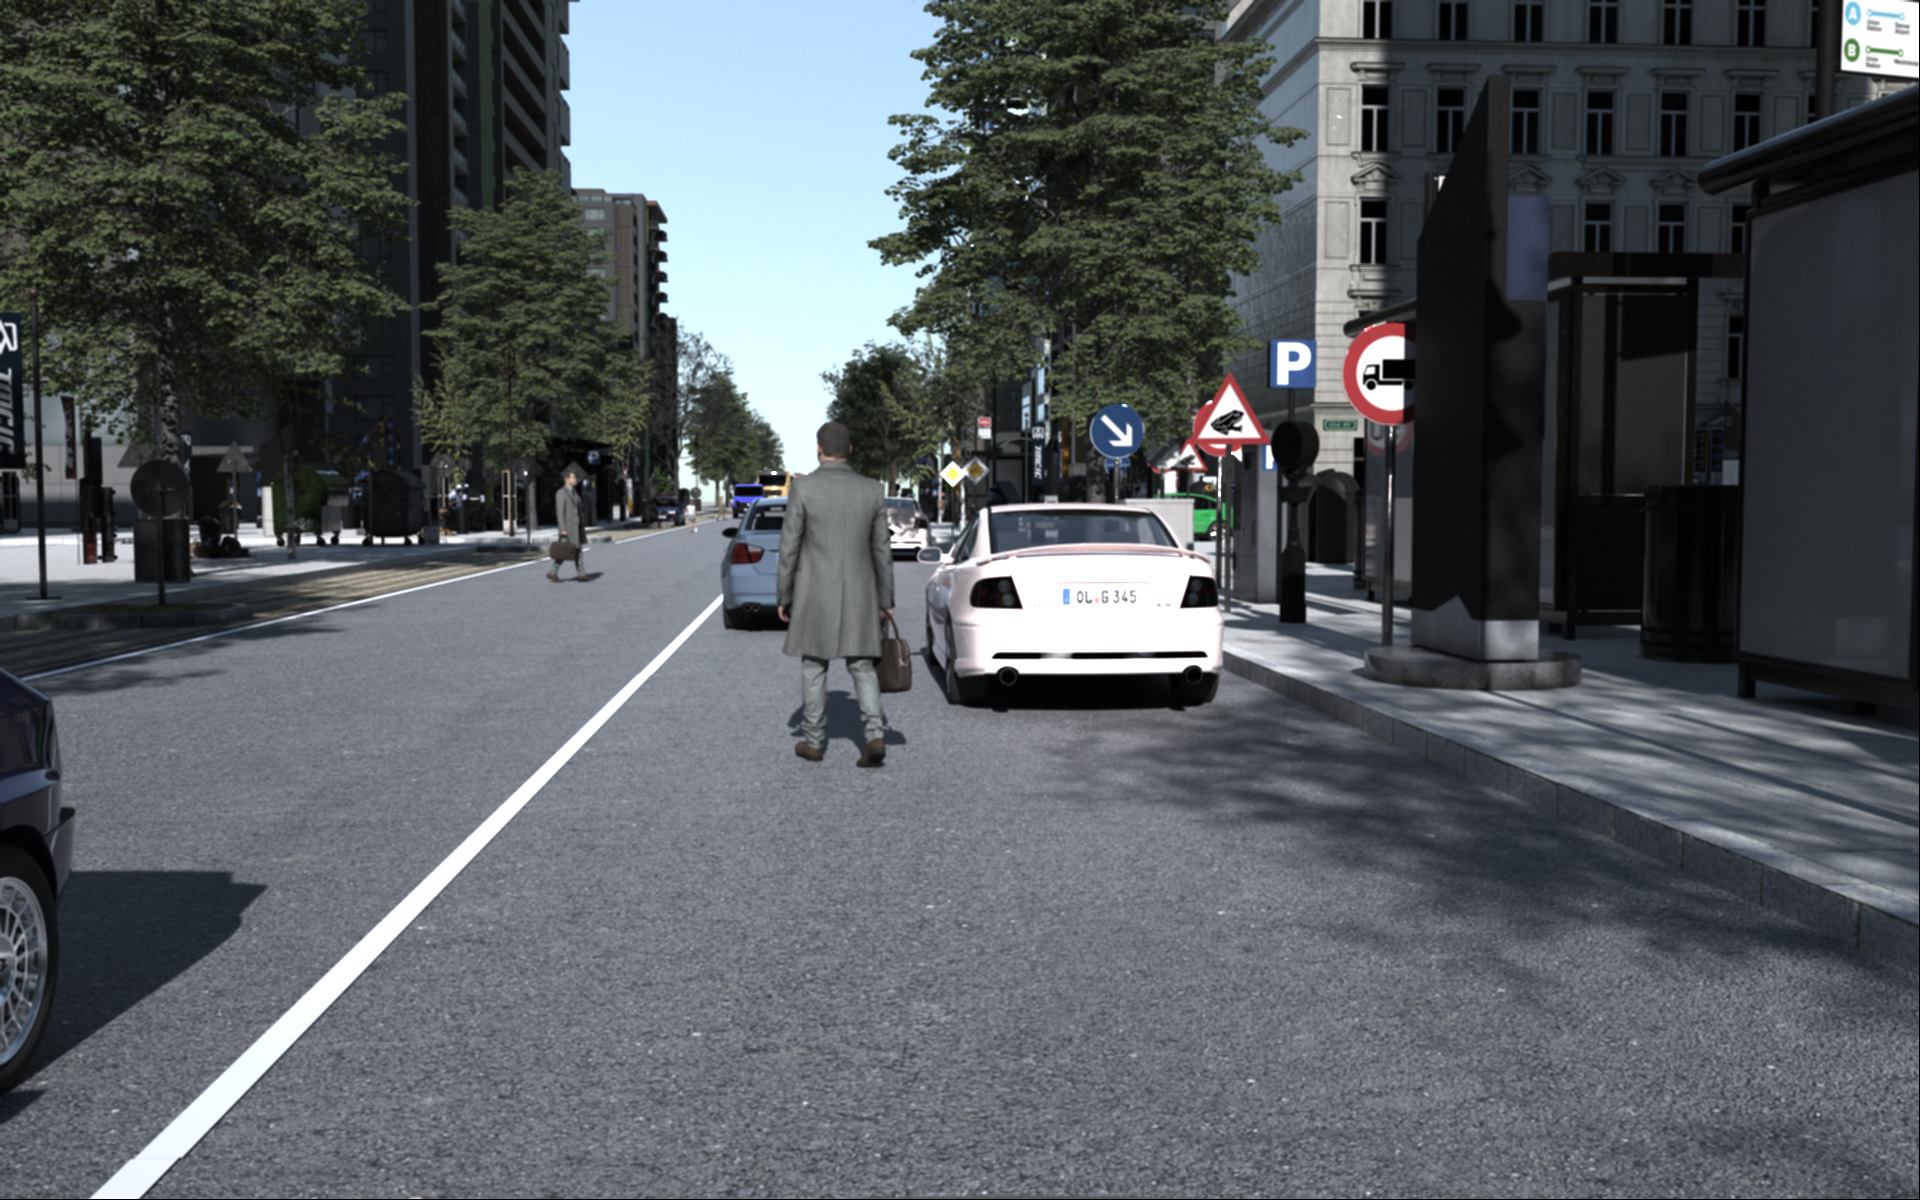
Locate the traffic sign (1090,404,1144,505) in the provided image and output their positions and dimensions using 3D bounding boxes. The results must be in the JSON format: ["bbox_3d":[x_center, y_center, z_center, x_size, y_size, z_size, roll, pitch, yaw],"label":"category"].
[{"bbox_3d":[2.230,-1.500,24.626,0.768,2.556,0.104,0,4,5],"label":"traffic sign"}]

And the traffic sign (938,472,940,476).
[{"bbox_3d":[-1.341,-5.980,97.878,0.768,2.556,0.104,0,4,5],"label":"traffic sign"}]

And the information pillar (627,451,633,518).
[{"bbox_3d":[-18.078,-6.323,94.734,0.183,3.616,0.504,-2,4,-34],"label":"information pillar"}]

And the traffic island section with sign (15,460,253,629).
[{"bbox_3d":[-9.057,-0.650,19.253,1.989,1.847,2.006,0,4,-4],"label":"traffic island section with sign"}]

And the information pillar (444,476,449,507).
[{"bbox_3d":[-20.626,-3.958,69.212,0.304,2.012,0.304,2,4,23],"label":"information pillar"}]

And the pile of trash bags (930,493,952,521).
[{"bbox_3d":[-0.957,-4.473,82.883,1.912,1.369,3.447,0,4,-1],"label":"pile of trash bags"}]

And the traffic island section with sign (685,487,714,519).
[{"bbox_3d":[-15.387,-5.660,101.176,1.989,1.847,2.006,0,4,-4],"label":"traffic island section with sign"}]

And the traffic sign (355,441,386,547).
[{"bbox_3d":[-14.221,-2.548,41.772,0.768,2.556,0.104,0,4,5],"label":"traffic sign"}]

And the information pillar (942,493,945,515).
[{"bbox_3d":[-1.067,-5.965,102.013,0.304,2.012,0.304,1,4,11],"label":"information pillar"}]

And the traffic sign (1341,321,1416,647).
[{"bbox_3d":[3.187,-0.780,12.852,0.768,2.556,0.104,0,4,-2],"label":"traffic sign"}]

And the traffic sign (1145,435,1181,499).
[{"bbox_3d":[4.282,-2.233,36.611,0.768,2.556,0.104,0,4,1],"label":"traffic sign"}]

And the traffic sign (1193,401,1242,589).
[{"bbox_3d":[3.514,-1.428,23.457,0.768,2.556,0.104,0,4,-4],"label":"traffic sign"}]

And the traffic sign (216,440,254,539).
[{"bbox_3d":[-17.505,-2.557,41.810,0.884,2.594,0.081,0,4,-3],"label":"traffic sign"}]

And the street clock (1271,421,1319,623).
[{"bbox_3d":[3.328,-0.776,17.258,0.358,2.002,0.471,-2,4,-31],"label":"street clock"}]

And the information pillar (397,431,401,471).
[{"bbox_3d":[-20.898,-4.457,64.229,0.183,3.616,0.504,1,4,19],"label":"information pillar"}]

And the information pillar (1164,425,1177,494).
[{"bbox_3d":[6.931,-4.031,57.267,0.504,3.616,0.183,2,4,32],"label":"information pillar"}]

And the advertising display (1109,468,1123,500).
[{"bbox_3d":[3.880,-2.304,42.891,0.123,1.923,0.974,1,4,22],"label":"advertising display"}]

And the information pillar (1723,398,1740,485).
[{"bbox_3d":[18.831,-3.114,42.268,0.183,3.616,0.504,-2,4,-27],"label":"information pillar"}]

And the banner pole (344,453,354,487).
[{"bbox_3d":[-37.185,-7.056,105.383,0.863,3.779,0.401,0,4,4],"label":"banner pole"}]

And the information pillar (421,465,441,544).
[{"bbox_3d":[-13.546,-2.436,44.314,0.304,2.012,0.304,2,4,35],"label":"information pillar"}]

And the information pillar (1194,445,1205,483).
[{"bbox_3d":[9.500,-4.736,68.788,0.183,3.616,0.504,-3,4,-38],"label":"information pillar"}]

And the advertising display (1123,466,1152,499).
[{"bbox_3d":[4.125,-2.120,39.874,0.123,1.923,0.974,-2,4,-24],"label":"advertising display"}]

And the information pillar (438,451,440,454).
[{"bbox_3d":[-28.201,-6.276,93.961,0.183,3.616,0.504,-2,4,-32],"label":"information pillar"}]

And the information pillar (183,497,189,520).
[{"bbox_3d":[-28.583,-3.622,63.708,0.304,2.012,0.304,0,3,0],"label":"information pillar"}]

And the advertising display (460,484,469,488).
[{"bbox_3d":[-31.157,-6.293,108.106,0.974,1.923,0.123,-1,4,-20],"label":"advertising display"}]

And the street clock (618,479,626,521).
[{"bbox_3d":[-15.892,-4.700,81.420,0.358,2.002,0.471,0,4,3],"label":"street clock"}]

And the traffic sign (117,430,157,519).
[{"bbox_3d":[-16.580,-2.141,35.007,0.884,2.594,0.081,0,4,-1],"label":"traffic sign"}]

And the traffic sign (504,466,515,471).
[{"bbox_3d":[-20.141,-4.748,77.735,0.768,2.556,0.104,0,4,-4],"label":"traffic sign"}]

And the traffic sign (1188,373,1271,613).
[{"bbox_3d":[2.887,-1.139,18.629,0.884,2.594,0.081,0,4,2],"label":"traffic sign"}]

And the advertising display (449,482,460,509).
[{"bbox_3d":[-27.248,-5.330,92.357,0.123,1.923,0.974,2,4,32],"label":"advertising display"}]

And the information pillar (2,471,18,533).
[{"bbox_3d":[-30.954,-3.177,56.442,0.304,2.012,0.304,1,4,11],"label":"information pillar"}]

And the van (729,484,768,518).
[{"bbox_3d":[-12.611,-6.065,103.543,2.240,2.365,5.245,0,4,-6],"label":"van"}]

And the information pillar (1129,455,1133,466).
[{"bbox_3d":[9.551,-6.449,96.793,0.183,3.616,0.504,-1,4,-9],"label":"information pillar"}]

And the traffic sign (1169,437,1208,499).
[{"bbox_3d":[5.238,-2.431,39.751,0.884,2.594,0.081,0,4,2],"label":"traffic sign"}]

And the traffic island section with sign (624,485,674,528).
[{"bbox_3d":[-13.297,-4.007,74.144,1.989,1.847,2.006,0,4,-4],"label":"traffic island section with sign"}]

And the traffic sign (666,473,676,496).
[{"bbox_3d":[-18.088,-6.577,107.545,0.884,2.594,0.081,0,4,-2],"label":"traffic sign"}]

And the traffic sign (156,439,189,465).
[{"bbox_3d":[-16.895,-2.265,37.133,0.768,2.556,0.104,0,4,4],"label":"traffic sign"}]

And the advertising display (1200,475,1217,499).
[{"bbox_3d":[8.666,-3.360,60.151,0.974,1.923,0.123,-3,5,-43],"label":"advertising display"}]

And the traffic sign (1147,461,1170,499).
[{"bbox_3d":[5.067,-2.654,43.494,0.768,2.556,0.104,0,4,1],"label":"traffic sign"}]

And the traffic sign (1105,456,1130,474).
[{"bbox_3d":[4.726,-3.178,52.060,0.768,2.556,0.104,0,4,1],"label":"traffic sign"}]

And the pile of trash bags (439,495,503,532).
[{"bbox_3d":[-17.071,-3.011,58.977,1.912,1.369,3.447,2,4,24],"label":"pile of trash bags"}]

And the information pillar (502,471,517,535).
[{"bbox_3d":[-14.286,-3.085,54.925,0.304,2.012,0.304,2,4,34],"label":"information pillar"}]

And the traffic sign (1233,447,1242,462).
[{"bbox_3d":[4.190,-1.473,25.273,0.795,2.450,0.064,0,4,-3],"label":"traffic sign"}]

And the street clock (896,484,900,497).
[{"bbox_3d":[-4.412,-7.093,120.544,0.471,2.002,0.358,1,4,13],"label":"street clock"}]

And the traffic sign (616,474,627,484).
[{"bbox_3d":[-20.994,-6.570,107.518,0.768,2.556,0.104,0,4,-3],"label":"traffic sign"}]

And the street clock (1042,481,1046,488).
[{"bbox_3d":[3.683,-4.531,78.650,0.358,2.002,0.471,2,4,32],"label":"street clock"}]
